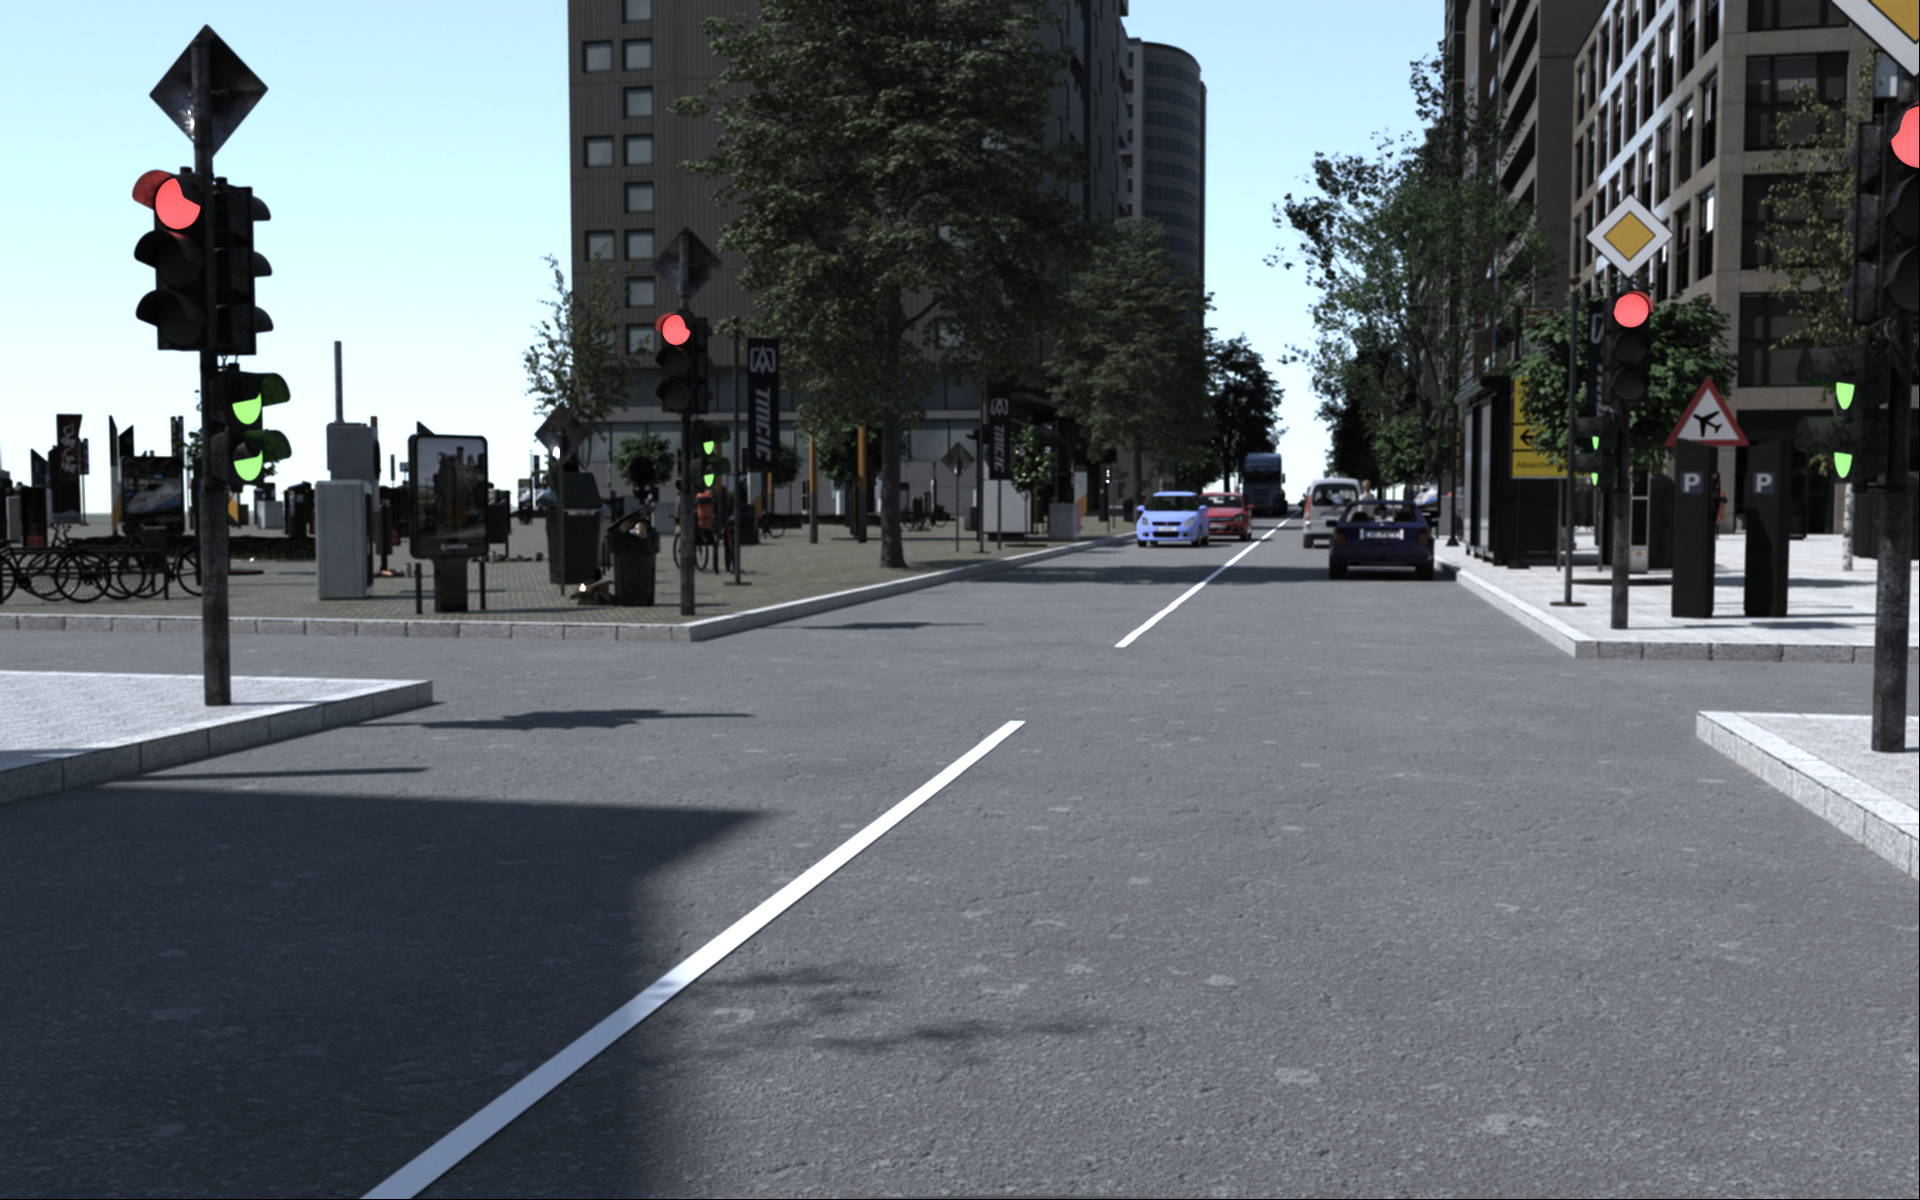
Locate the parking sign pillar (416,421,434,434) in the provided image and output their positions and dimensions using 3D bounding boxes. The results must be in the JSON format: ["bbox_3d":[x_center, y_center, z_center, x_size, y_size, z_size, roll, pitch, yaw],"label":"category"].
[{"bbox_3d":[-19.427,-4.591,63.541,1.447,3.967,1.447,1,4,22],"label":"parking sign pillar"}]

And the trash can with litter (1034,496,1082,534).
[{"bbox_3d":[2.764,-2.704,55.274,2.233,1.210,1.678,1,4,19],"label":"trash can with litter"}]

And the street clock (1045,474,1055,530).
[{"bbox_3d":[3.238,-3.516,62.050,0.471,2.002,0.358,1,4,18],"label":"street clock"}]

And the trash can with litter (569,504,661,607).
[{"bbox_3d":[-3.977,-0.519,19.877,1.055,1.170,0.624,1,4,15],"label":"trash can with litter"}]

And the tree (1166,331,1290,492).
[{"bbox_3d":[20.672,-13.930,134.413,9.857,13.997,8.962,0,3,0],"label":"tree"}]

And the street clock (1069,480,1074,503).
[{"bbox_3d":[6.024,-5.356,92.133,0.358,2.002,0.471,-2,4,-35],"label":"street clock"}]

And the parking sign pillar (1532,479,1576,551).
[{"bbox_3d":[13.378,-3.129,39.625,1.447,3.967,1.447,0,4,2],"label":"parking sign pillar"}]

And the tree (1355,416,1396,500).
[{"bbox_3d":[16.787,-4.921,64.177,4.285,4.588,4.351,0,3,0],"label":"tree"}]

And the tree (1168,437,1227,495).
[{"bbox_3d":[13.499,-7.059,99.136,4.285,4.588,4.351,0,3,0],"label":"tree"}]

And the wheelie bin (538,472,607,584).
[{"bbox_3d":[-5.582,-1.035,24.833,0.980,1.594,0.693,-2,4,-35],"label":"wheelie bin"}]

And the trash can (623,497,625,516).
[{"bbox_3d":[-17.241,-4.626,87.293,0.748,1.137,0.748,0,3,0],"label":"trash can"}]

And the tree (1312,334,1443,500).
[{"bbox_3d":[30.203,-12.680,124.320,9.611,12.733,9.660,0,3,0],"label":"tree"}]

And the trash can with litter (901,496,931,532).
[{"bbox_3d":[-1.757,-2.956,59.389,1.678,1.210,2.233,2,4,33],"label":"trash can with litter"}]

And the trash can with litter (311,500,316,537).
[{"bbox_3d":[-15.202,-1.879,42.110,1.055,1.170,0.624,1,4,11],"label":"trash can with litter"}]

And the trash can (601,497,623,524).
[{"bbox_3d":[-14.084,-3.524,69.271,0.748,1.137,0.748,0,3,0],"label":"trash can"}]

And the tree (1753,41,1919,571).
[{"bbox_3d":[15.046,-4.791,28.701,4.737,8.622,4.395,0,3,0],"label":"tree"}]

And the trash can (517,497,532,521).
[{"bbox_3d":[-20.645,-4.317,82.228,0.748,1.137,0.748,0,3,0],"label":"trash can"}]

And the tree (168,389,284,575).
[{"bbox_3d":[-11.641,-2.014,27.535,1.663,3.219,1.824,0,3,0],"label":"tree"}]

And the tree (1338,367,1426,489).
[{"bbox_3d":[24.903,-9.183,100.506,4.737,8.622,4.395,0,3,0],"label":"tree"}]

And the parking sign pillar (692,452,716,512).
[{"bbox_3d":[-11.967,-5.712,81.858,1.447,3.967,1.447,-2,4,-32],"label":"parking sign pillar"}]

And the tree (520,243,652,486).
[{"bbox_3d":[-11.195,-6.179,51.384,4.737,8.622,4.395,0,3,0],"label":"tree"}]

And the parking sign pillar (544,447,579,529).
[{"bbox_3d":[-14.567,-4.598,63.644,1.447,3.967,1.447,3,5,39],"label":"parking sign pillar"}]

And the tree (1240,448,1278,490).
[{"bbox_3d":[34.415,-15.472,203.334,4.360,8.622,3.978,0,3,0],"label":"tree"}]

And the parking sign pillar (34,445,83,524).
[{"bbox_3d":[-38.844,-5.290,74.971,1.447,3.967,1.447,2,4,35],"label":"parking sign pillar"}]

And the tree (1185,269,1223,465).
[{"bbox_3d":[6.942,-9.373,71.376,7.486,12.596,7.792,0,3,0],"label":"tree"}]

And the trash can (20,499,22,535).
[{"bbox_3d":[-29.368,-2.608,54.298,0.748,1.137,0.748,0,3,0],"label":"trash can"}]

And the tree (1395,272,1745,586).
[{"bbox_3d":[9.399,-2.506,24.694,4.285,4.588,4.351,0,3,0],"label":"tree"}]

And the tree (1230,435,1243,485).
[{"bbox_3d":[30.174,-14.270,183.675,4.737,8.622,4.395,0,3,0],"label":"tree"}]

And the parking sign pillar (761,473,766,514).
[{"bbox_3d":[-9.461,-5.712,81.865,1.447,3.967,1.447,0,4,1],"label":"parking sign pillar"}]

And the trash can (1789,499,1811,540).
[{"bbox_3d":[23.329,-2.247,48.387,0.748,1.137,0.748,0,3,0],"label":"trash can"}]

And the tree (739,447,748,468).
[{"bbox_3d":[-9.904,-6.554,90.874,4.285,4.588,4.351,0,3,0],"label":"tree"}]

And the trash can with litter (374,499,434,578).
[{"bbox_3d":[-8.984,-0.991,27.265,1.678,1.210,2.233,-1,4,-22],"label":"trash can with litter"}]

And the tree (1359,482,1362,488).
[{"bbox_3d":[40.207,-11.039,175.085,1.663,3.219,1.824,0,3,0],"label":"tree"}]

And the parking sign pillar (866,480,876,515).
[{"bbox_3d":[-4.051,-5.421,77.107,1.447,3.967,1.447,0,4,-7],"label":"parking sign pillar"}]

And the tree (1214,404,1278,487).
[{"bbox_3d":[27.254,-14.287,168.008,7.601,10.594,8.767,0,4,1],"label":"tree"}]

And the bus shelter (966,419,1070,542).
[{"bbox_3d":[1.706,-3.364,48.919,2.014,3.302,5.546,1,4,12],"label":"bus shelter"}]

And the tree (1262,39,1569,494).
[{"bbox_3d":[19.574,-13.416,75.237,12.611,20.169,13.585,0,3,0],"label":"tree"}]

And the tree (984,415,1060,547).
[{"bbox_3d":[1.695,-2.905,42.101,1.663,3.219,1.824,0,3,0],"label":"tree"}]

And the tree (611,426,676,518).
[{"bbox_3d":[-15.206,-6.104,83.520,4.285,4.588,4.351,0,3,0],"label":"tree"}]

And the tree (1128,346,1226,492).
[{"bbox_3d":[10.283,-8.372,87.242,4.360,8.622,3.978,0,3,0],"label":"tree"}]

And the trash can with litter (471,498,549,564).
[{"bbox_3d":[-8.493,-1.351,33.141,1.678,1.210,2.233,2,4,33],"label":"trash can with litter"}]

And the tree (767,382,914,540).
[{"bbox_3d":[-3.021,-3.975,48.699,4.285,4.588,4.351,0,3,0],"label":"tree"}]

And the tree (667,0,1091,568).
[{"bbox_3d":[-1.023,-6.811,29.494,7.486,12.596,7.792,0,3,0],"label":"tree"}]

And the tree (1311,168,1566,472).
[{"bbox_3d":[14.868,-7.861,54.283,9.928,11.665,9.643,0,3,0],"label":"tree"}]

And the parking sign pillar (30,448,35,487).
[{"bbox_3d":[-54.389,-6.987,102.706,1.447,3.967,1.447,1,4,17],"label":"parking sign pillar"}]

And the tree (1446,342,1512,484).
[{"bbox_3d":[25.885,-8.206,84.530,4.737,8.622,4.395,0,3,0],"label":"tree"}]

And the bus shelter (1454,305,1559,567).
[{"bbox_3d":[11.133,-3.490,34.699,2.179,5.291,8.768,1,4,12],"label":"bus shelter"}]
